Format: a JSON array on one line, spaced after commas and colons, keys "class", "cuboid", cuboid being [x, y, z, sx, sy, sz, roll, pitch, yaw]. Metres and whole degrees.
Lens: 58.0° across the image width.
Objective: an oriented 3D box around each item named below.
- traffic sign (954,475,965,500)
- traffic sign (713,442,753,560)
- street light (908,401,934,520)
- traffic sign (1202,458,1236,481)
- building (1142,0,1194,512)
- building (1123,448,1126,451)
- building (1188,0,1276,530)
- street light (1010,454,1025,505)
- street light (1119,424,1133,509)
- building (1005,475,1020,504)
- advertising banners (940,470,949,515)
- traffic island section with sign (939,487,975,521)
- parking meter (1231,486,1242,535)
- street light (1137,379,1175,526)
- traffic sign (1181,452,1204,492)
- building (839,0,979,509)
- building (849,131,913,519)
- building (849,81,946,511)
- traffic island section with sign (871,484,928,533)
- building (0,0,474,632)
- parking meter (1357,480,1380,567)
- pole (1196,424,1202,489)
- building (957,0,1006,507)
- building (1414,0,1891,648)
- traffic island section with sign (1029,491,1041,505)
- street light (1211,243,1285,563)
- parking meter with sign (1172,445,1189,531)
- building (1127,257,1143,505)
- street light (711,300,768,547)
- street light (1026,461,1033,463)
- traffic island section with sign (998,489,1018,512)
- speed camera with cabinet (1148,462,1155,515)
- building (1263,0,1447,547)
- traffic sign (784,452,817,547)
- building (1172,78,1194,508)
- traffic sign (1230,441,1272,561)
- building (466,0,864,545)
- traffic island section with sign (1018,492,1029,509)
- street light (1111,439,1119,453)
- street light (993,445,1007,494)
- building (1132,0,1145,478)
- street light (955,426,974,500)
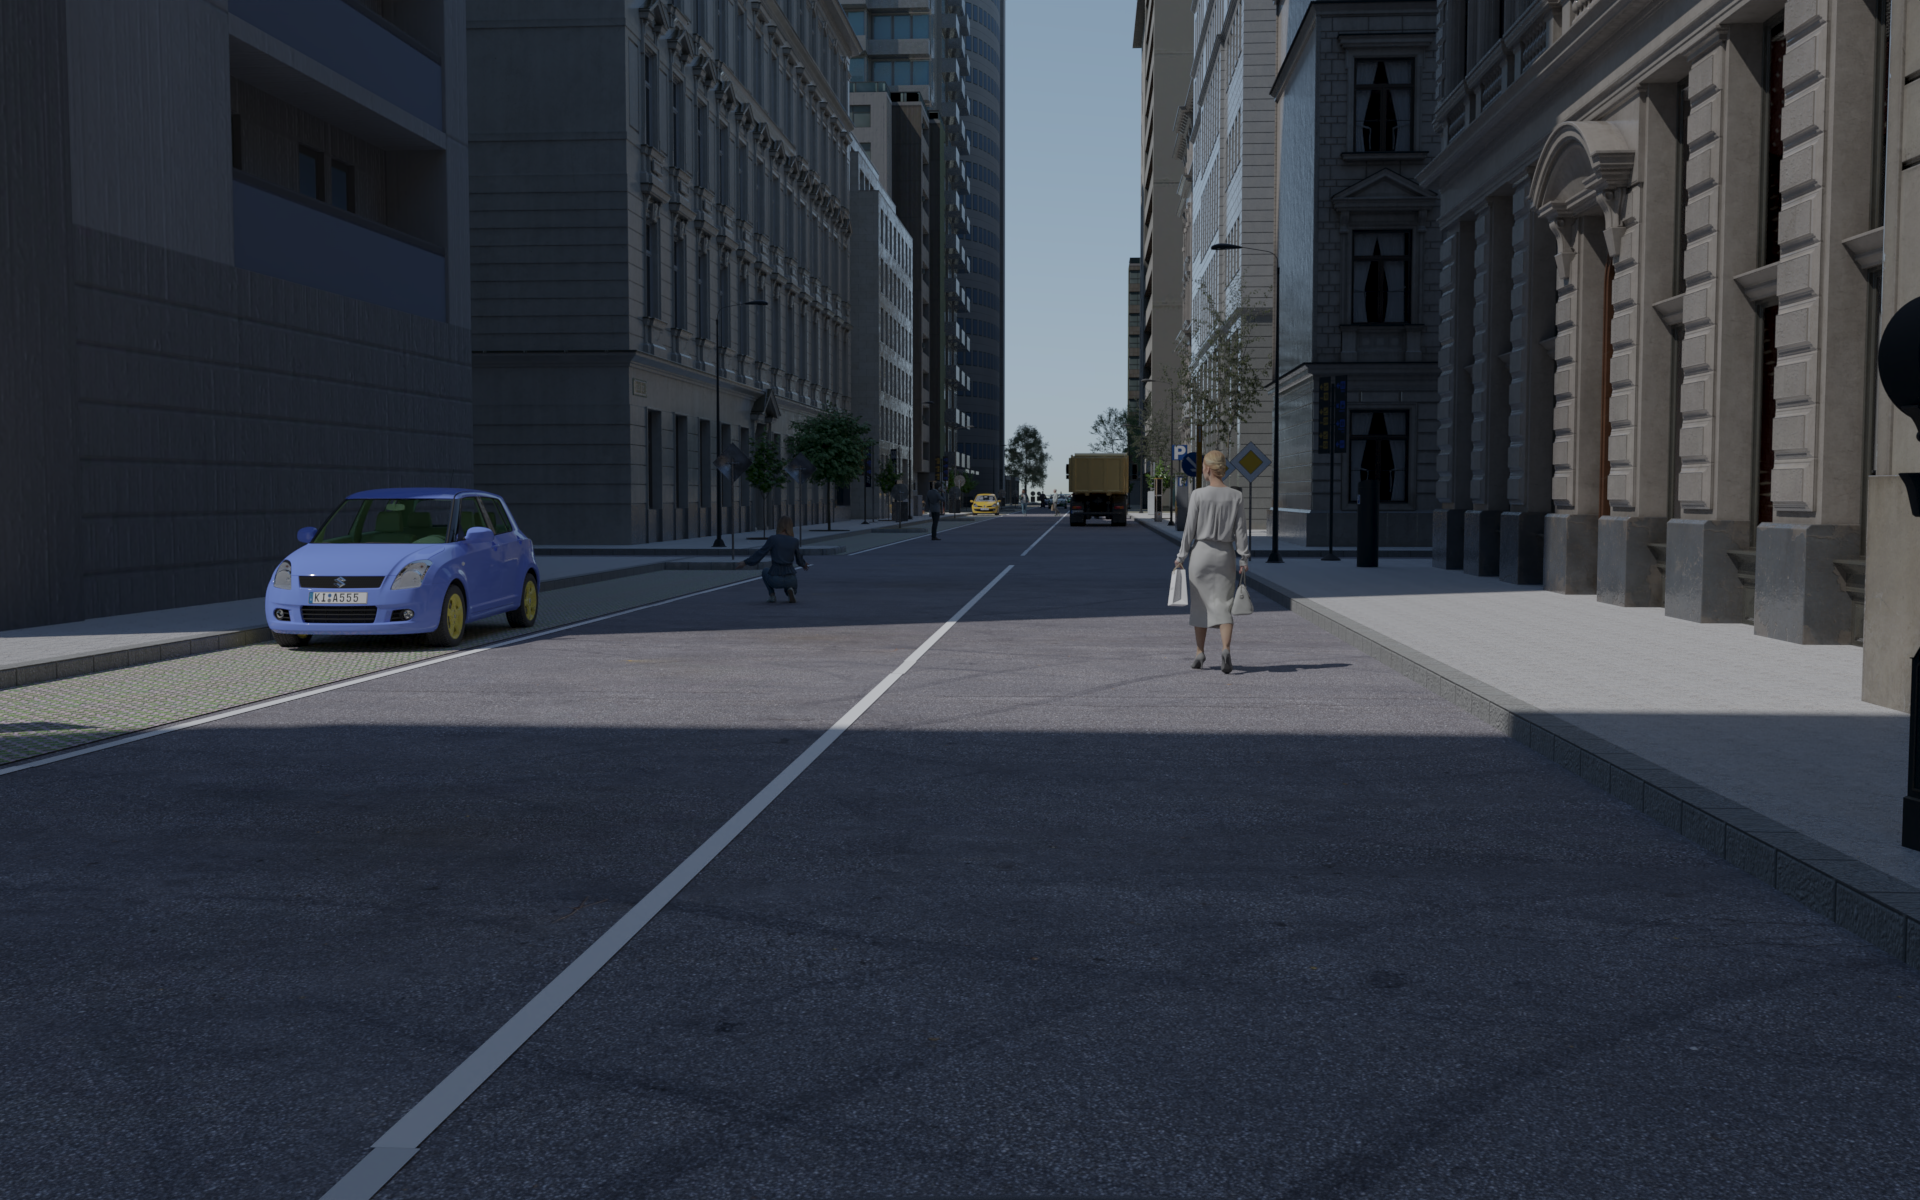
[{"class": "traffic sign", "cuboid": [-0.029, -7.126, 116.614, 0.768, 2.556, 0.104, 1, 4, 11]}, {"class": "traffic sign", "cuboid": [-4.431, -1.843, 33.781, 0.795, 2.450, 0.064, 0, 4, 4]}, {"class": "street light", "cuboid": [-1.998, -7.001, 87.006, 1.470, 5.913, 1.316, 0, 4, 4]}, {"class": "traffic sign", "cuboid": [6.121, -2.284, 40.993, 0.795, 2.450, 0.064, 0, 4, 4]}, {"class": "building", "cuboid": [25.431, -31.304, 135.516, 21.300, 48.544, 21.600, 0, 4, 4]}, {"class": "building", "cuboid": [33.620, -56.249, 232.349, 22.319, 86.520, 31.000, 0, 4, 4]}, {"class": "building", "cuboid": [16.475, -18.239, 75.701, 11.434, 29.767, 29.804, 0, 4, 4]}, {"class": "street light", "cuboid": [6.451, -13.969, 200.939, 1.470, 5.913, 1.316, 0, 4, 4]}, {"class": "street light", "cuboid": [11.542, -8.736, 115.368, 1.470, 5.913, 1.316, 0, 4, 4]}, {"class": "building", "cuboid": [-1.533, -50.018, 256.040, 20.563, 71.187, 20.611, 0, 4, 4]}, {"class": "advertising banners", "cuboid": [-1.016, -6.885, 108.762, 0.090, 3.025, 2.074, -1, 4, -16]}, {"class": "traffic island section with sign", "cuboid": [-0.226, -5.056, 91.296, 1.989, 1.847, 2.006, 0, 4, 4]}, {"class": "parking meter", "cuboid": [8.754, -2.842, 54.873, 0.372, 1.533, 0.369, 0, 3, 0]}, {"class": "street light", "cuboid": [8.023, -5.964, 70.046, 1.470, 5.913, 1.316, 0, 4, 4]}, {"class": "traffic sign", "cuboid": [7.047, -3.186, 52.195, 0.768, 2.556, 0.104, 1, 4, 9]}, {"class": "building", "cuboid": [-10.791, -32.283, 147.435, 23.786, 49.044, 30.456, 0, 4, 4]}, {"class": "building", "cuboid": [-8.629, -14.736, 95.678, 10.420, 20.320, 16.860, 0, 4, 4]}, {"class": "building", "cuboid": [-8.606, -21.617, 125.143, 14.160, 30.474, 14.107, 0, 4, 4]}, {"class": "traffic island section with sign", "cuboid": [-2.208, -3.412, 64.413, 1.989, 1.847, 2.006, 0, 4, 4]}, {"class": "building", "cuboid": [-22.400, -29.464, 23.740, 28.212, 58.520, 21.231, 0, 4, 4]}, {"class": "parking meter", "cuboid": [7.166, -1.346, 30.415, 0.372, 1.533, 0.369, 0, 3, 0]}, {"class": "pole", "cuboid": [6.999, -3.479, 50.719, 0.158, 3.312, 0.155, 0, 3, 0]}, {"class": "building", "cuboid": [-6.544, -38.804, 176.441, 21.231, 58.520, 28.212, 0, 4, 4]}, {"class": "building", "cuboid": [12.423, -11.707, 20.292, 11.050, 23.489, 19.941, 0, 4, 4]}, {"class": "traffic island section with sign", "cuboid": [9.470, -13.112, 223.009, 1.989, 1.847, 2.006, 0, 4, 4]}, {"class": "street light", "cuboid": [5.343, -3.649, 32.201, 1.470, 5.913, 1.316, 0, 4, 4]}, {"class": "parking meter with sign", "cuboid": [7.724, -3.927, 60.473, 0.543, 3.016, 1.738, 0, 4, 3]}, {"class": "building", "cuboid": [27.464, -26.906, 211.607, 14.160, 30.474, 14.107, 0, 4, 4]}, {"class": "street light", "cuboid": [-5.289, -4.228, 41.668, 1.470, 5.913, 1.316, 0, 4, 4]}, {"class": "street light", "cuboid": [9.730, -16.742, 246.278, 1.470, 5.913, 1.316, 0, 4, 4]}, {"class": "traffic island section with sign", "cuboid": [3.473, -8.133, 141.600, 1.989, 1.847, 2.006, 0, 4, 4]}, {"class": "speed camera with cabinet", "cuboid": [12.075, -6.894, 107.049, 0.660, 3.252, 2.038, 1, 4, 16]}, {"class": "building", "cuboid": [17.811, -11.067, 45.572, 19.286, 19.102, 10.561, 0, 4, 4]}, {"class": "traffic sign", "cuboid": [-3.845, -2.330, 41.745, 0.795, 2.450, 0.064, 0, 4, 4]}, {"class": "building", "cuboid": [19.977, -19.288, 102.752, 14.401, 28.519, 23.554, 0, 4, 4]}, {"class": "traffic sign", "cuboid": [5.535, -1.797, 33.029, 0.795, 2.450, 0.064, 0, 4, 4]}, {"class": "building", "cuboid": [-14.528, -17.617, 64.455, 17.030, 29.872, 44.131, 0, 4, 4]}, {"class": "traffic island section with sign", "cuboid": [5.460, -9.777, 168.482, 1.989, 1.847, 2.006, 0, 4, 4]}, {"class": "street light", "cuboid": [13.729, -10.611, 146.025, 1.470, 5.913, 1.316, 0, 4, 4]}, {"class": "street light", "cuboid": [3.733, -11.683, 163.564, 1.470, 5.913, 1.316, 0, 4, 4]}, {"class": "building", "cuboid": [32.050, -35.827, 175.002, 28.713, 52.752, 27.495, 0, 4, 4]}, {"class": "street light", "cuboid": [0.260, -8.898, 118.025, 1.470, 5.913, 1.316, 0, 4, 4]}]
